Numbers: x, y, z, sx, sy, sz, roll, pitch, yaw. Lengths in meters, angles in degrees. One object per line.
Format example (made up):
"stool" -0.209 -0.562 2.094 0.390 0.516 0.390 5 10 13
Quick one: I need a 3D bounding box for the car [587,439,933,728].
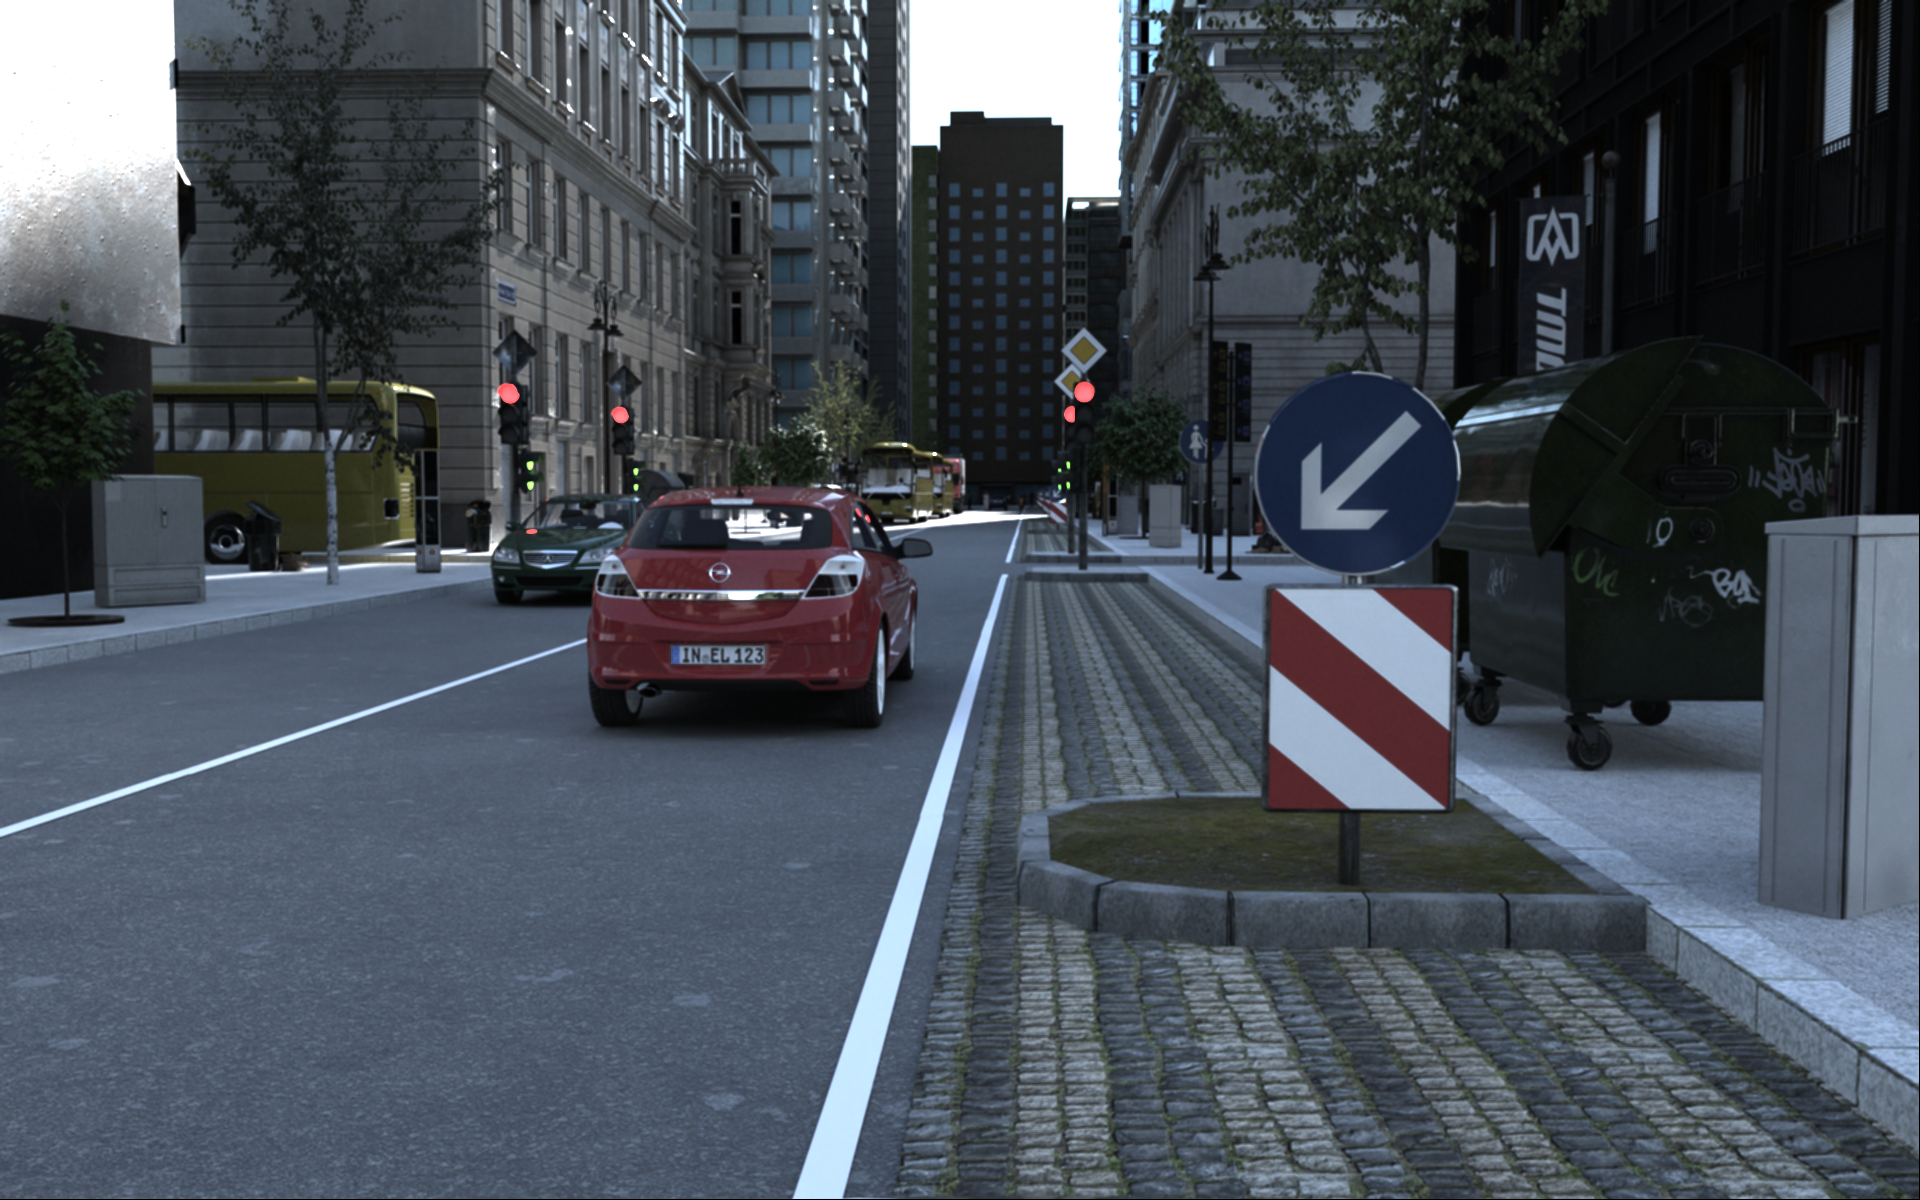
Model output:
"car" -1.296 -0.189 12.138 2.155 1.783 4.494 0 4 2

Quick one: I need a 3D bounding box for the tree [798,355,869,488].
"tree" -6.841 -8.675 92.193 4.360 8.622 3.978 0 3 0

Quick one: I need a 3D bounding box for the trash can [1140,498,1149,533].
"trash can" 6.312 -2.787 57.223 0.748 1.137 0.748 0 3 0

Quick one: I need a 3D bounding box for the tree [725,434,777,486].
"tree" -6.964 -3.758 56.046 1.663 3.219 1.824 0 3 0

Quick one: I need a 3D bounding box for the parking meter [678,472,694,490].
"parking meter" -7.106 -2.401 44.975 0.399 1.863 0.255 3 4 37

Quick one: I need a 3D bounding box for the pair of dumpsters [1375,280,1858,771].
"pair of dumpsters" 3.412 -0.457 9.963 1.574 2.255 4.437 0 4 2

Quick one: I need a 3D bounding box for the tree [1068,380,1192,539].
"tree" 5.312 -4.056 50.029 4.285 4.588 4.351 0 3 0

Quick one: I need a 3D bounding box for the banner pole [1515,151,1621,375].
"banner pole" 4.538 -1.396 12.837 0.863 3.779 0.401 1 4 21

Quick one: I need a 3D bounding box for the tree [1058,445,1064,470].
"tree" 6.821 -6.834 95.445 4.285 4.588 4.351 0 3 0

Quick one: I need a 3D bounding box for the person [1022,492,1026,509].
"person" 6.158 -9.541 165.966 0.415 1.643 0.593 0 4 2

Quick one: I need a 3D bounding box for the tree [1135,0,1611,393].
"tree" 4.151 -4.055 16.661 4.737 8.622 4.395 0 3 0

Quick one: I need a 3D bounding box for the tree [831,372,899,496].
"tree" -5.858 -9.480 105.362 4.737 8.622 4.395 0 3 0

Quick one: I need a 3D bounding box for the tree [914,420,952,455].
"tree" -2.606 -13.562 172.103 4.737 8.622 4.395 0 3 0

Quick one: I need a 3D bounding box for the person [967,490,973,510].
"person" 0.902 -9.048 156.437 0.705 1.823 1.348 1 4 17

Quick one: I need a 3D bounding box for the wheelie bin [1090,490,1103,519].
"wheelie bin" 7.071 -4.943 88.724 0.693 1.594 0.980 2 4 30

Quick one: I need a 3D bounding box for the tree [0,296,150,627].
"tree" -8.755 -1.371 17.011 1.663 3.219 1.824 0 3 0

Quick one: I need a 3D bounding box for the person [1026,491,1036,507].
"person" 7.437 -10.499 180.682 1.217 1.766 0.721 -2 4 -32

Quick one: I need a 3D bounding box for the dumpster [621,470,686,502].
"dumpster" -7.461 -2.226 42.147 1.264 1.857 1.865 0 4 2

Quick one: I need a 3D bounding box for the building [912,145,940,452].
"building" -9.133 -31.947 205.923 14.086 41.232 14.154 0 4 2

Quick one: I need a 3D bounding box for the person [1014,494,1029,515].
"person" 4.172 -6.481 117.729 1.065 1.426 0.557 1 4 18

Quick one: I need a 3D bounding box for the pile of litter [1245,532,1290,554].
"pile of litter" 7.065 -1.437 37.468 1.719 0.858 1.176 1 4 16

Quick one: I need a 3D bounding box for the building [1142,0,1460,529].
"building" 15.304 -14.252 74.816 13.314 21.916 24.055 0 4 2

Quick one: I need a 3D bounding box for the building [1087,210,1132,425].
"building" 19.959 -24.839 177.816 14.160 30.474 14.107 0 4 2

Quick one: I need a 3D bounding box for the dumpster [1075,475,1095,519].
"dumpster" 6.632 -5.377 90.411 1.502 2.255 1.985 0 4 2

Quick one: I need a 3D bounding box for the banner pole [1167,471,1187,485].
"banner pole" 7.428 -4.268 59.801 0.863 3.779 0.401 1 4 9

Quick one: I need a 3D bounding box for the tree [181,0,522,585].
"tree" -8.638 -4.518 24.237 4.360 8.622 3.978 0 3 0

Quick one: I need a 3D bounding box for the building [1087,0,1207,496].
"building" 22.994 -51.424 153.456 22.319 86.520 31.000 0 4 2

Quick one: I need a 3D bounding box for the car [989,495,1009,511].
"car" 3.293 -8.511 151.729 1.945 1.354 3.894 0 4 0

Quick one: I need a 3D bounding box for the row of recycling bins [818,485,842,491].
"row of recycling bins" -6.065 -4.535 81.258 1.069 1.692 3.534 0 4 3

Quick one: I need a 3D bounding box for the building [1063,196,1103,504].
"building" 24.412 -31.874 213.023 23.993 40.220 32.217 0 4 2

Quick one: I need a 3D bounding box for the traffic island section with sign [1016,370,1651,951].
"traffic island section with sign" 1.207 0.138 6.379 1.989 1.847 2.006 0 4 2

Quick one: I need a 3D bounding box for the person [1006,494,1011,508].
"person" 4.985 -10.129 177.292 0.799 1.438 0.628 1 4 22

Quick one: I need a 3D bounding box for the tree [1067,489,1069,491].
"tree" 9.067 -8.712 137.039 1.663 3.219 1.824 0 3 0

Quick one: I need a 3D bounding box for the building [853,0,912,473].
"building" -15.694 -45.049 174.801 20.611 71.187 20.563 0 4 2

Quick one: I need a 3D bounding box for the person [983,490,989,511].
"person" 2.174 -8.328 145.329 0.551 1.740 0.621 -1 4 -13

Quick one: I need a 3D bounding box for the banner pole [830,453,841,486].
"banner pole" -7.091 -6.593 97.808 0.863 3.779 0.401 0 4 0

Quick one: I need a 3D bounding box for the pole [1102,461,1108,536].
"pole" 4.424 -3.598 52.673 0.158 3.312 0.155 0 3 0

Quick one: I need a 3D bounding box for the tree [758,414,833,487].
"tree" -6.756 -5.377 71.629 4.285 4.588 4.351 0 3 0

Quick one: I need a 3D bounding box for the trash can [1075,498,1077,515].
"trash can" 6.959 -5.472 101.115 0.748 1.137 0.748 0 3 0

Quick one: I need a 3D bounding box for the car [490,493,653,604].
"car" -5.095 -0.755 24.142 2.131 1.459 4.920 0 4 2

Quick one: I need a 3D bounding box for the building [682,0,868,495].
"building" -18.686 -31.086 127.872 23.786 49.044 30.456 0 4 2

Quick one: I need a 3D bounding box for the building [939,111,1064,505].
"building" 5.013 -33.975 205.607 14.200 45.320 14.600 0 4 2

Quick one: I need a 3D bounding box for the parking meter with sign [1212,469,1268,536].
"parking meter with sign" 8.526 -3.456 52.771 1.738 3.016 0.543 1 4 19

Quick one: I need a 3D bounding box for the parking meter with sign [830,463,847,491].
"parking meter with sign" -6.556 -6.094 95.906 0.543 3.016 1.738 -2 4 -32

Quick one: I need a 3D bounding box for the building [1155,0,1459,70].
"building" 27.403 -26.620 127.120 32.217 40.220 23.993 0 4 2

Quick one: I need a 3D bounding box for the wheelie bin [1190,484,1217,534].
"wheelie bin" 7.870 -2.943 56.026 0.980 1.594 0.693 3 4 38
